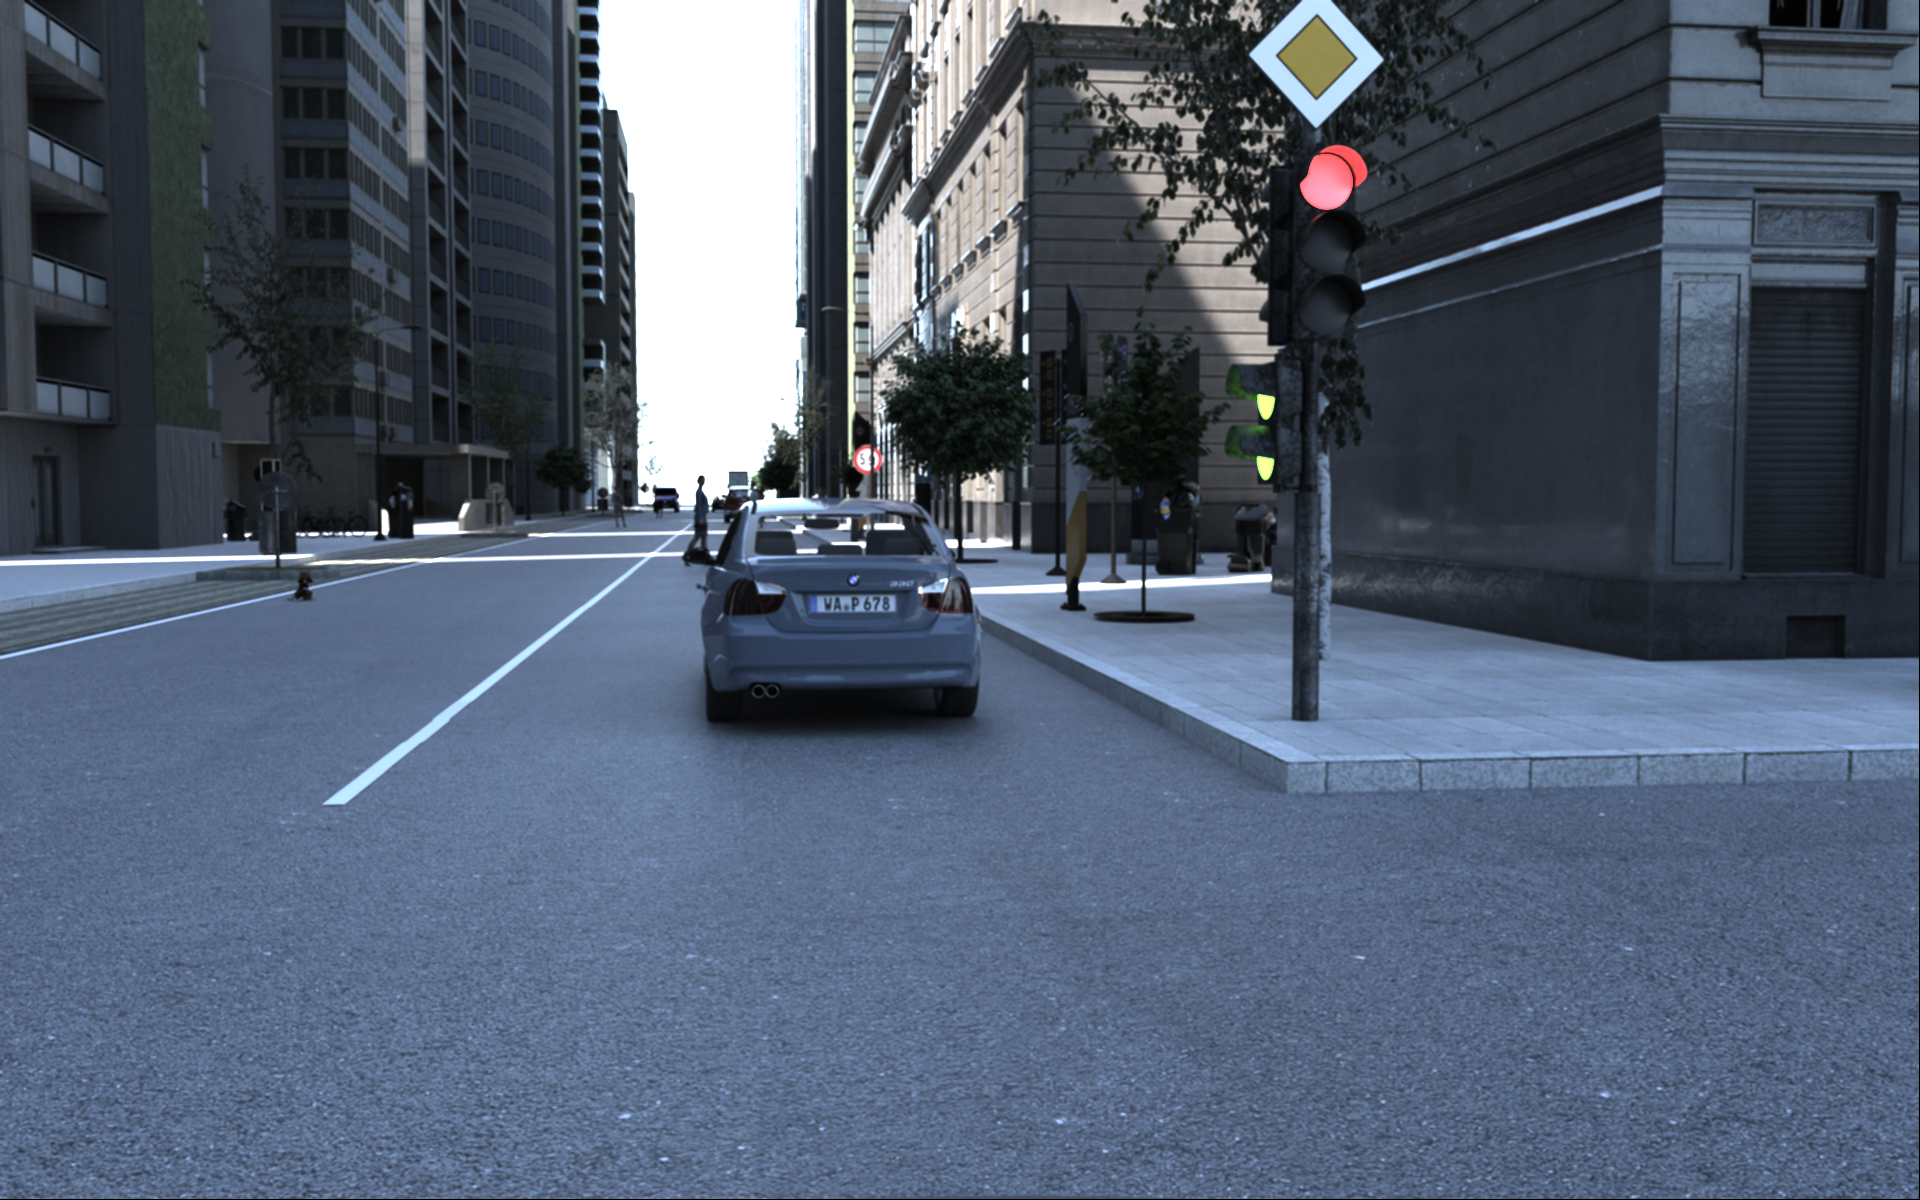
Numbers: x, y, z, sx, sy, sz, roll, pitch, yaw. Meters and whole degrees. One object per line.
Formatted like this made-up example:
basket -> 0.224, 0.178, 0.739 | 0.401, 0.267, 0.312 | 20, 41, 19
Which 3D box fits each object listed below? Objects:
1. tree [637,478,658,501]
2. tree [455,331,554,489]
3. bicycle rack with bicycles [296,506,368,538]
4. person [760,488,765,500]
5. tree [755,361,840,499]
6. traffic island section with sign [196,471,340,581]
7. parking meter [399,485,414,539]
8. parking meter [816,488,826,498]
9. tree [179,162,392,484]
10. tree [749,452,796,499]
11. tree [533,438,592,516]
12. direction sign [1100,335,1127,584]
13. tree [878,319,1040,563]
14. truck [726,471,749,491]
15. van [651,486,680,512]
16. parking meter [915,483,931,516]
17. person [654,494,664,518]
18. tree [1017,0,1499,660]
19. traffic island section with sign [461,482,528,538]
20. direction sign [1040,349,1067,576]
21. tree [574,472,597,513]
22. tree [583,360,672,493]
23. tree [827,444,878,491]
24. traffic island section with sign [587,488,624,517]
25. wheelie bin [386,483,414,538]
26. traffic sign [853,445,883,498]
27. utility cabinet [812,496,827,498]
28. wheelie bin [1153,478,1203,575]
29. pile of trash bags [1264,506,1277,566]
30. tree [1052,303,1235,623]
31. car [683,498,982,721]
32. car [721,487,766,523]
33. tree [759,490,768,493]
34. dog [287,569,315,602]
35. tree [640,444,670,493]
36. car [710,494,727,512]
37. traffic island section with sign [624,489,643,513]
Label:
tree -> -36.809, -12.734, 202.807 | 1.663, 3.219, 1.824 | 0, 3, 0
tree -> -20.856, -7.899, 79.518 | 4.737, 8.622, 4.395 | 0, 3, 0
bicycle rack with bicycles -> -19.152, -2.333, 51.520 | 2.925, 0.926, 2.852 | -2, 4, -25
person -> -12.066, -5.975, 106.131 | 0.705, 1.831, 1.348 | 0, 4, -1
tree -> -8.679, -8.800, 94.243 | 4.360, 8.622, 3.978 | 0, 3, 0
traffic island section with sign -> -11.679, -1.272, 29.419 | 1.989, 1.847, 2.006 | 0, 4, -8
parking meter -> -15.897, -2.528, 49.744 | 0.372, 1.533, 0.369 | 0, 3, 0
parking meter -> -5.412, -3.603, 67.313 | 0.372, 1.533, 0.369 | 0, 3, 0
tree -> -15.387, -5.454, 39.543 | 4.360, 8.622, 3.978 | 0, 3, 0
tree -> -14.366, -9.361, 136.769 | 4.285, 4.588, 4.351 | 0, 3, 0
tree -> -23.356, -7.237, 102.031 | 4.285, 4.588, 4.351 | 0, 3, 0
direction sign -> 2.199, -2.002, 24.723 | 0.379, 3.537, 0.876 | 2, 4, 27
tree -> 0.036, -2.996, 32.704 | 4.285, 4.588, 4.351 | 0, 3, 0
truck -> -27.183, -13.654, 212.154 | 2.839, 4.237, 11.283 | 0, 4, -8
van -> -23.218, -8.113, 137.034 | 2.240, 2.365, 5.245 | 0, 4, -7
parking meter -> -0.839, -1.876, 39.079 | 0.372, 1.533, 0.369 | 0, 3, 0
person -> -18.298, -5.707, 105.006 | 0.799, 1.438, 0.628 | 1, 4, 18
tree -> 2.567, -3.839, 13.125 | 4.360, 8.622, 3.978 | 0, 3, 0
traffic island section with sign -> -15.400, -2.985, 57.431 | 1.989, 1.847, 2.006 | 0, 4, -8
direction sign -> 1.545, -2.157, 27.260 | 0.379, 3.537, 0.876 | -3, 4, -37
tree -> -26.158, -7.637, 119.466 | 1.663, 3.219, 1.824 | 0, 3, 0
tree -> -31.324, -15.098, 157.220 | 12.009, 13.543, 11.850 | 0, 3, 0
tree -> -3.438, -3.958, 59.316 | 1.663, 3.219, 1.824 | 0, 3, 0
traffic island section with sign -> -22.015, -6.022, 107.087 | 1.989, 1.847, 2.006 | 0, 4, -8
wheelie bin -> -16.436, -2.628, 50.884 | 0.693, 1.594, 0.980 | 0, 4, -4
traffic sign -> -2.387, -2.737, 44.861 | 0.768, 2.556, 0.104 | 0, 4, -4
utility cabinet -> -5.558, -3.508, 68.511 | 0.306, 1.237, 1.020 | 1, 4, 13
wheelie bin -> 3.501, -1.210, 27.687 | 0.693, 1.594, 0.980 | 1, 4, 20
pile of trash bags -> 7.075, -1.267, 30.471 | 3.447, 1.369, 1.912 | 0, 4, 7
tree -> 1.870, -1.417, 17.776 | 1.663, 3.219, 1.824 | 0, 3, 0
car -> -0.953, -0.019, 12.312 | 2.014, 1.417, 4.499 | -1, 4, -9
car -> -11.073, -4.897, 88.732 | 2.281, 1.827, 5.304 | 0, 4, -8
tree -> -25.708, -14.003, 223.547 | 1.663, 3.219, 1.824 | 0, 3, 0
dog -> -8.971, -0.199, 23.454 | 0.550, 0.427, 0.748 | 1, 4, 20
tree -> -40.245, -16.992, 228.176 | 4.737, 8.622, 4.395 | 0, 3, 0
car -> -19.122, -7.921, 139.299 | 2.009, 1.686, 4.222 | -1, 4, -9
traffic island section with sign -> -25.629, -7.688, 134.321 | 1.989, 1.847, 2.006 | 0, 4, -8
